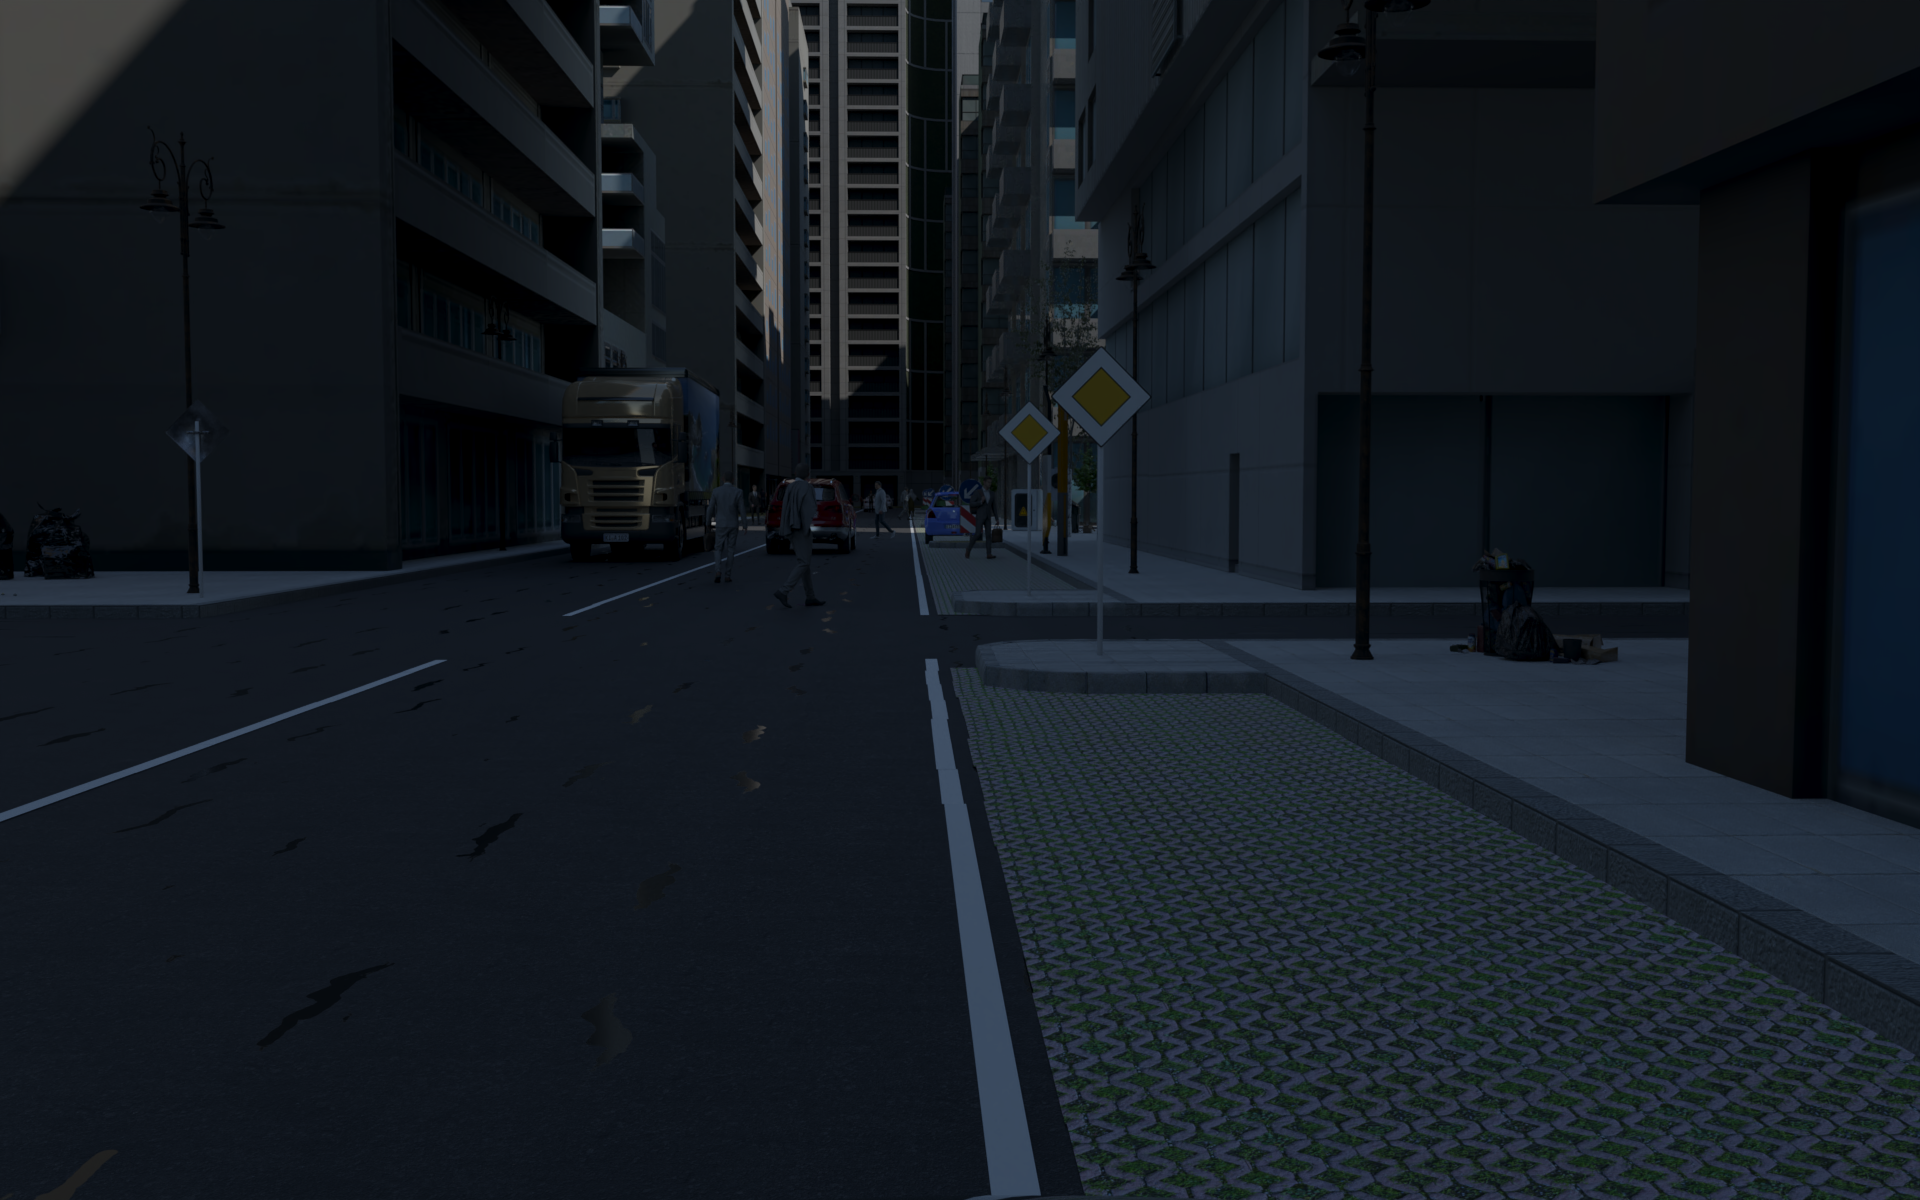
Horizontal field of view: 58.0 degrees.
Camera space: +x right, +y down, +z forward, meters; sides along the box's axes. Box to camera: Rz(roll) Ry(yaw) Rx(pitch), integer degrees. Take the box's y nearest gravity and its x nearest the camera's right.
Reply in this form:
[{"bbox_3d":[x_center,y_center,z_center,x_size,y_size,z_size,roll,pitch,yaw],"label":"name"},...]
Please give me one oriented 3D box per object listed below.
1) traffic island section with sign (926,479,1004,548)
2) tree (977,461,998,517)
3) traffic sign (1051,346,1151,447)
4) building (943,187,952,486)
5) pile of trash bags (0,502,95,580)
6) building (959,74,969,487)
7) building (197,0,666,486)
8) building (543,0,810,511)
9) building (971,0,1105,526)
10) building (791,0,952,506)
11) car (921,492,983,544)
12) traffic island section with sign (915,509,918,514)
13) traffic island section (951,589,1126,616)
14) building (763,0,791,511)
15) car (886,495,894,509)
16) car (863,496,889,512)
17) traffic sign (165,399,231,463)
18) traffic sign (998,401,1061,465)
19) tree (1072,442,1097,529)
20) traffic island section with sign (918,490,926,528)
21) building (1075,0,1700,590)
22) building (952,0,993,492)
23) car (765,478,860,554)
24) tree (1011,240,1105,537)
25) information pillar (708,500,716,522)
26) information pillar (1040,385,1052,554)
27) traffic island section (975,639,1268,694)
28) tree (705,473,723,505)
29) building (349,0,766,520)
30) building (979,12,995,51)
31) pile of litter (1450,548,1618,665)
[{"bbox_3d":[0.165,-2.307,46.351,1.989,1.847,2.006,0,4,-2],"label":"traffic island section with sign"},{"bbox_3d":[1.684,-6.378,98.885,1.663,3.219,1.824,0,3,0],"label":"tree"},{"bbox_3d":[1.133,-0.704,13.699,0.795,2.593,0.064,0,4,-2],"label":"traffic sign"},{"bbox_3d":[5.402,-24.085,165.498,14.160,30.474,14.107,0,4,-2],"label":"building"},{"bbox_3d":[-14.992,-1.005,26.180,3.447,1.369,1.912,-2,4,-24],"label":"pile of trash bags"},{"bbox_3d":[6.864,-21.491,123.079,14.160,30.474,14.107,0,4,-2],"label":"building"},{"bbox_3d":[-23.935,-46.445,72.052,22.319,86.520,31.000,0,4,-2],"label":"building"},{"bbox_3d":[-25.138,-32.863,161.006,21.600,48.544,21.300,0,4,-2],"label":"building"},{"bbox_3d":[12.694,-28.239,81.313,23.786,49.044,30.456,0,4,-2],"label":"building"},{"bbox_3d":[-10.543,-45.923,189.089,20.611,71.187,20.563,0,4,-2],"label":"building"},{"bbox_3d":[-0.179,-2.510,50.626,1.945,1.707,3.694,0,4,0],"label":"car"},{"bbox_3d":[-2.212,-7.055,123.970,1.989,1.847,2.006,0,4,-2],"label":"traffic island section with sign"},{"bbox_3d":[0.911,0.032,21.764,2.009,0.180,2.903,0,4,-2],"label":"traffic island section"},{"bbox_3d":[-21.093,-29.936,139.561,14.600,45.320,14.200,0,4,-2],"label":"building"},{"bbox_3d":[-7.456,-9.460,167.032,2.083,1.381,4.827,0,3,0],"label":"car"},{"bbox_3d":[-6.752,-7.731,138.755,2.083,1.381,4.827,0,4,-1],"label":"car"},{"bbox_3d":[-9.402,-1.174,21.387,0.795,2.593,0.064,0,4,-2],"label":"traffic sign"},{"bbox_3d":[0.888,-1.192,21.681,0.795,2.593,0.064,0,4,-2],"label":"traffic sign"},{"bbox_3d":[4.740,-4.265,64.331,1.663,3.219,1.824,0,3,0],"label":"tree"},{"bbox_3d":[-0.681,-3.974,73.607,1.989,1.847,2.006,0,4,-2],"label":"traffic island section with sign"},{"bbox_3d":[16.455,-27.133,32.869,27.495,52.752,28.713,0,4,-2],"label":"building"},{"bbox_3d":[9.836,-36.786,143.444,21.231,58.520,28.212,0,4,-2],"label":"building"},{"bbox_3d":[-3.669,-2.109,43.155,2.281,1.827,5.304,0,4,-1],"label":"car"},{"bbox_3d":[3.466,-6.175,51.325,4.360,8.622,3.978,0,3,0],"label":"tree"},{"bbox_3d":[-11.267,-4.533,78.602,0.304,2.012,0.304,1,4,9],"label":"information pillar"},{"bbox_3d":[1.856,-2.794,37.032,0.183,3.616,0.504,-1,4,-10],"label":"information pillar"},{"bbox_3d":[1.156,0.520,13.783,2.009,0.180,2.903,0,4,-2],"label":"traffic island section"},{"bbox_3d":[-11.936,-5.235,80.189,1.663,3.219,1.824,0,3,0],"label":"tree"},{"bbox_3d":[-23.582,-29.511,106.211,21.300,48.544,21.600,0,4,-2],"label":"building"},{"bbox_3d":[8.077,-20.588,108.316,14.160,30.474,14.107,0,4,-2],"label":"building"},{"bbox_3d":[4.566,0.008,13.842,1.176,0.858,1.719,0,4,3],"label":"pile of litter"}]
